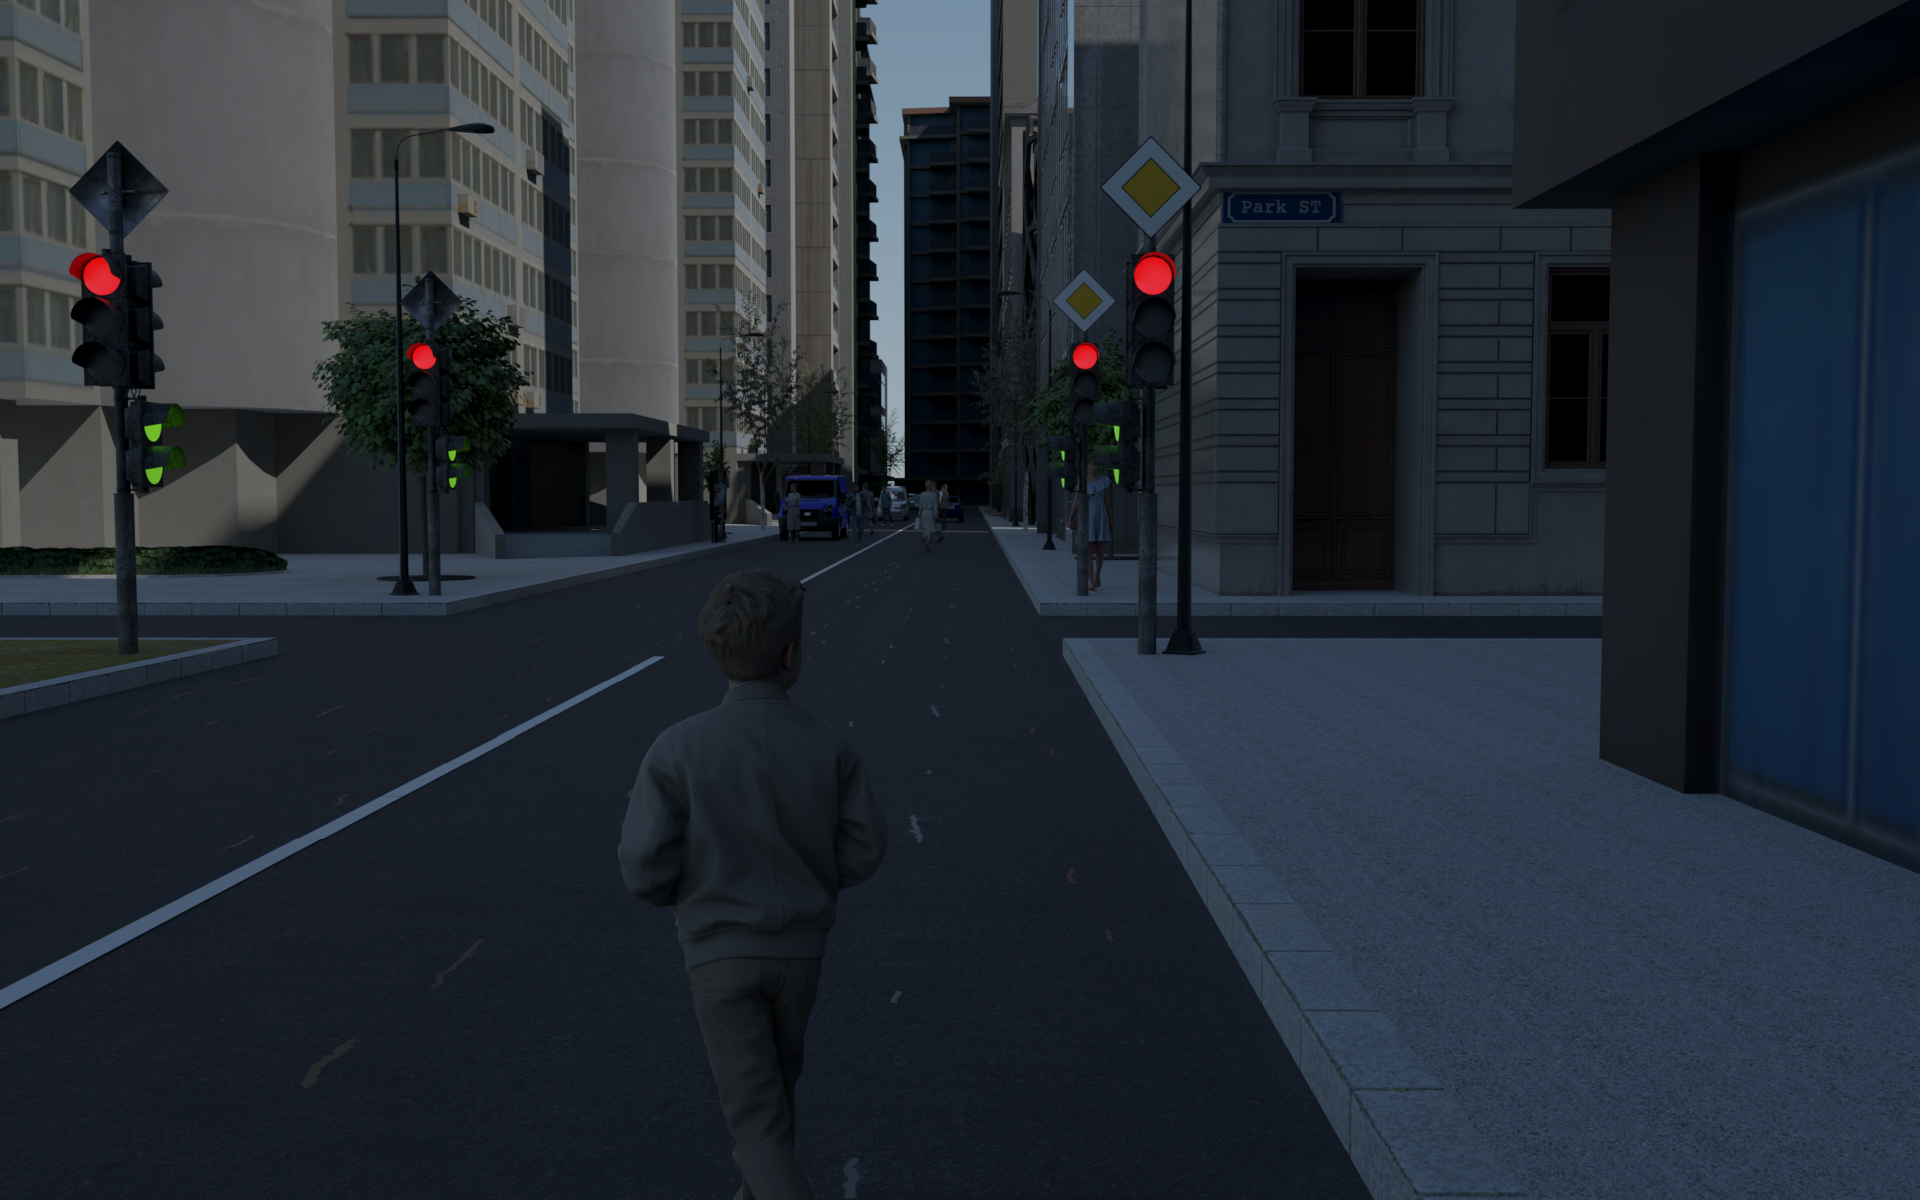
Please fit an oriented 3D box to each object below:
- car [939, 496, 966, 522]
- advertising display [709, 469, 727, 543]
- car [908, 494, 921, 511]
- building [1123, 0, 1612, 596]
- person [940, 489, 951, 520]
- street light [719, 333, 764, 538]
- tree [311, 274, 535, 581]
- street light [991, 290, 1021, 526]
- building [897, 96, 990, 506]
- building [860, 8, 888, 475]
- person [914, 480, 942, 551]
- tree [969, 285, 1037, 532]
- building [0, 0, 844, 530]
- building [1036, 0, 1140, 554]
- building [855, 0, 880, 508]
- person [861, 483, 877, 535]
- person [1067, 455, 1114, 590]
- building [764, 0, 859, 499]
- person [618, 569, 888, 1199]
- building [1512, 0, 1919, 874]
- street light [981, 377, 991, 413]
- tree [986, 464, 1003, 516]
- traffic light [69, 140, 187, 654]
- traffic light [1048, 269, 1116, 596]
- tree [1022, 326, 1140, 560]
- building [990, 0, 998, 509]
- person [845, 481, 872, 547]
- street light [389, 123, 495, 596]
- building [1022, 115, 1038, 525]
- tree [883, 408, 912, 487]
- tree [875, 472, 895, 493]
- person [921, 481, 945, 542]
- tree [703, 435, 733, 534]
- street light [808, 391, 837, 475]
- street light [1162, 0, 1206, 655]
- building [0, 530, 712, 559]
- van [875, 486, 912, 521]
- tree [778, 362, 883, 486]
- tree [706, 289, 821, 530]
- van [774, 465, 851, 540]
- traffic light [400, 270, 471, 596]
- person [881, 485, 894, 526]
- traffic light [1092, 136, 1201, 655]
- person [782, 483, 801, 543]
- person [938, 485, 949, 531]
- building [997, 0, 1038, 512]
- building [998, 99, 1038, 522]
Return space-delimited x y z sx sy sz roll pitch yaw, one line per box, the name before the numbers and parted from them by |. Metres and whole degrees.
car | -0.662 -4.680 89.099 1.945 1.354 3.894 0 4 -1
advertising display | -6.372 -2.473 45.653 0.123 1.923 0.974 1 4 13
car | -3.273 -7.522 131.785 1.959 1.807 4.718 0 4 -1
building | 13.039 -11.613 26.037 21.152 22.565 11.583 0 4 0
person | -0.879 -5.304 95.411 0.709 1.800 0.728 3 5 43
street light | -6.344 -4.733 49.932 1.470 5.913 1.316 0 4 0
tree | -8.006 -2.590 26.066 4.285 4.588 4.351 0 3 0
street light | 1.512 -4.103 39.627 1.470 5.913 1.316 0 4 0
building | 6.416 -32.803 190.959 28.867 44.769 22.147 0 4 0
building | -23.722 -53.671 190.192 31.000 86.520 22.319 0 4 0
person | -0.832 -2.127 43.632 0.694 1.780 0.624 2 4 32
tree | 2.223 -6.636 58.869 4.360 8.622 3.978 0 3 0
building | -21.774 -23.616 78.009 32.217 40.220 23.993 0 4 0
building | 8.450 -13.946 46.040 12.078 24.808 19.932 0 4 0
building | -21.046 -31.022 161.835 28.867 44.769 22.147 0 4 0
person | -3.309 -3.208 61.046 0.694 1.812 0.767 -2 4 -26
person | 1.750 -1.045 23.219 0.616 1.811 0.778 0 4 5
building | -13.659 -25.729 104.262 14.154 41.232 14.086 0 4 0
person | -0.361 0.598 2.988 0.475 1.303 0.640 -3 4 -37
building | 9.611 -21.418 0.295 14.600 45.320 14.200 0 4 0
street light | 1.667 -5.870 68.517 1.470 5.913 1.316 0 4 0
tree | 2.541 -6.490 100.719 1.663 3.219 1.824 0 3 0
traffic light | -6.677 -1.523 13.823 0.839 4.253 0.868 0 4 0
traffic light | 1.533 -2.009 21.775 0.839 4.253 0.868 0 4 0
tree | 2.942 -3.085 34.162 4.285 4.588 4.351 0 3 0
building | 13.244 -37.674 157.970 21.231 58.520 28.212 0 4 0
person | -2.814 -2.347 47.218 0.623 1.781 0.721 -3 5 -40
street light | -6.521 -3.015 21.835 1.470 5.913 1.316 0 4 0
building | 10.899 -12.396 70.131 16.820 18.784 16.811 0 4 0
tree | -6.217 -11.903 144.968 4.737 8.622 4.395 0 3 0
tree | -6.591 -9.446 149.046 1.663 3.219 1.824 0 3 0
person | -0.815 -2.630 51.599 0.767 1.812 0.694 -1 4 -12
tree | -7.813 -3.743 55.799 1.663 3.219 1.824 0 3 0
street light | -6.237 -6.444 77.899 1.470 5.913 1.316 0 4 0
street light | 1.262 -2.522 13.778 1.470 5.913 1.316 0 4 0
building | -23.059 -21.379 41.436 32.217 40.220 23.993 0 4 0
van | -3.568 -5.283 93.390 2.013 2.044 4.112 0 4 0
tree | -7.548 -8.828 94.706 4.737 8.622 4.395 0 3 0
tree | -7.038 -6.816 61.805 4.360 8.622 3.978 0 3 0
van | -4.638 -3.119 55.382 2.240 2.365 5.245 0 4 0
traffic light | -6.629 -2.011 21.808 0.839 4.253 0.868 0 4 0
person | -3.240 -4.197 77.143 0.660 1.820 0.620 2 4 35
traffic light | 1.485 -1.521 13.790 0.839 4.253 0.868 0 4 0
person | -4.963 -2.571 51.102 0.480 1.755 0.524 1 4 23
person | -0.727 -3.607 67.654 0.592 1.802 0.473 -2 4 -31
building | 13.225 -29.835 111.510 21.300 48.544 21.600 0 4 0
building | 6.976 -14.606 87.956 9.793 20.994 18.267 0 4 0
